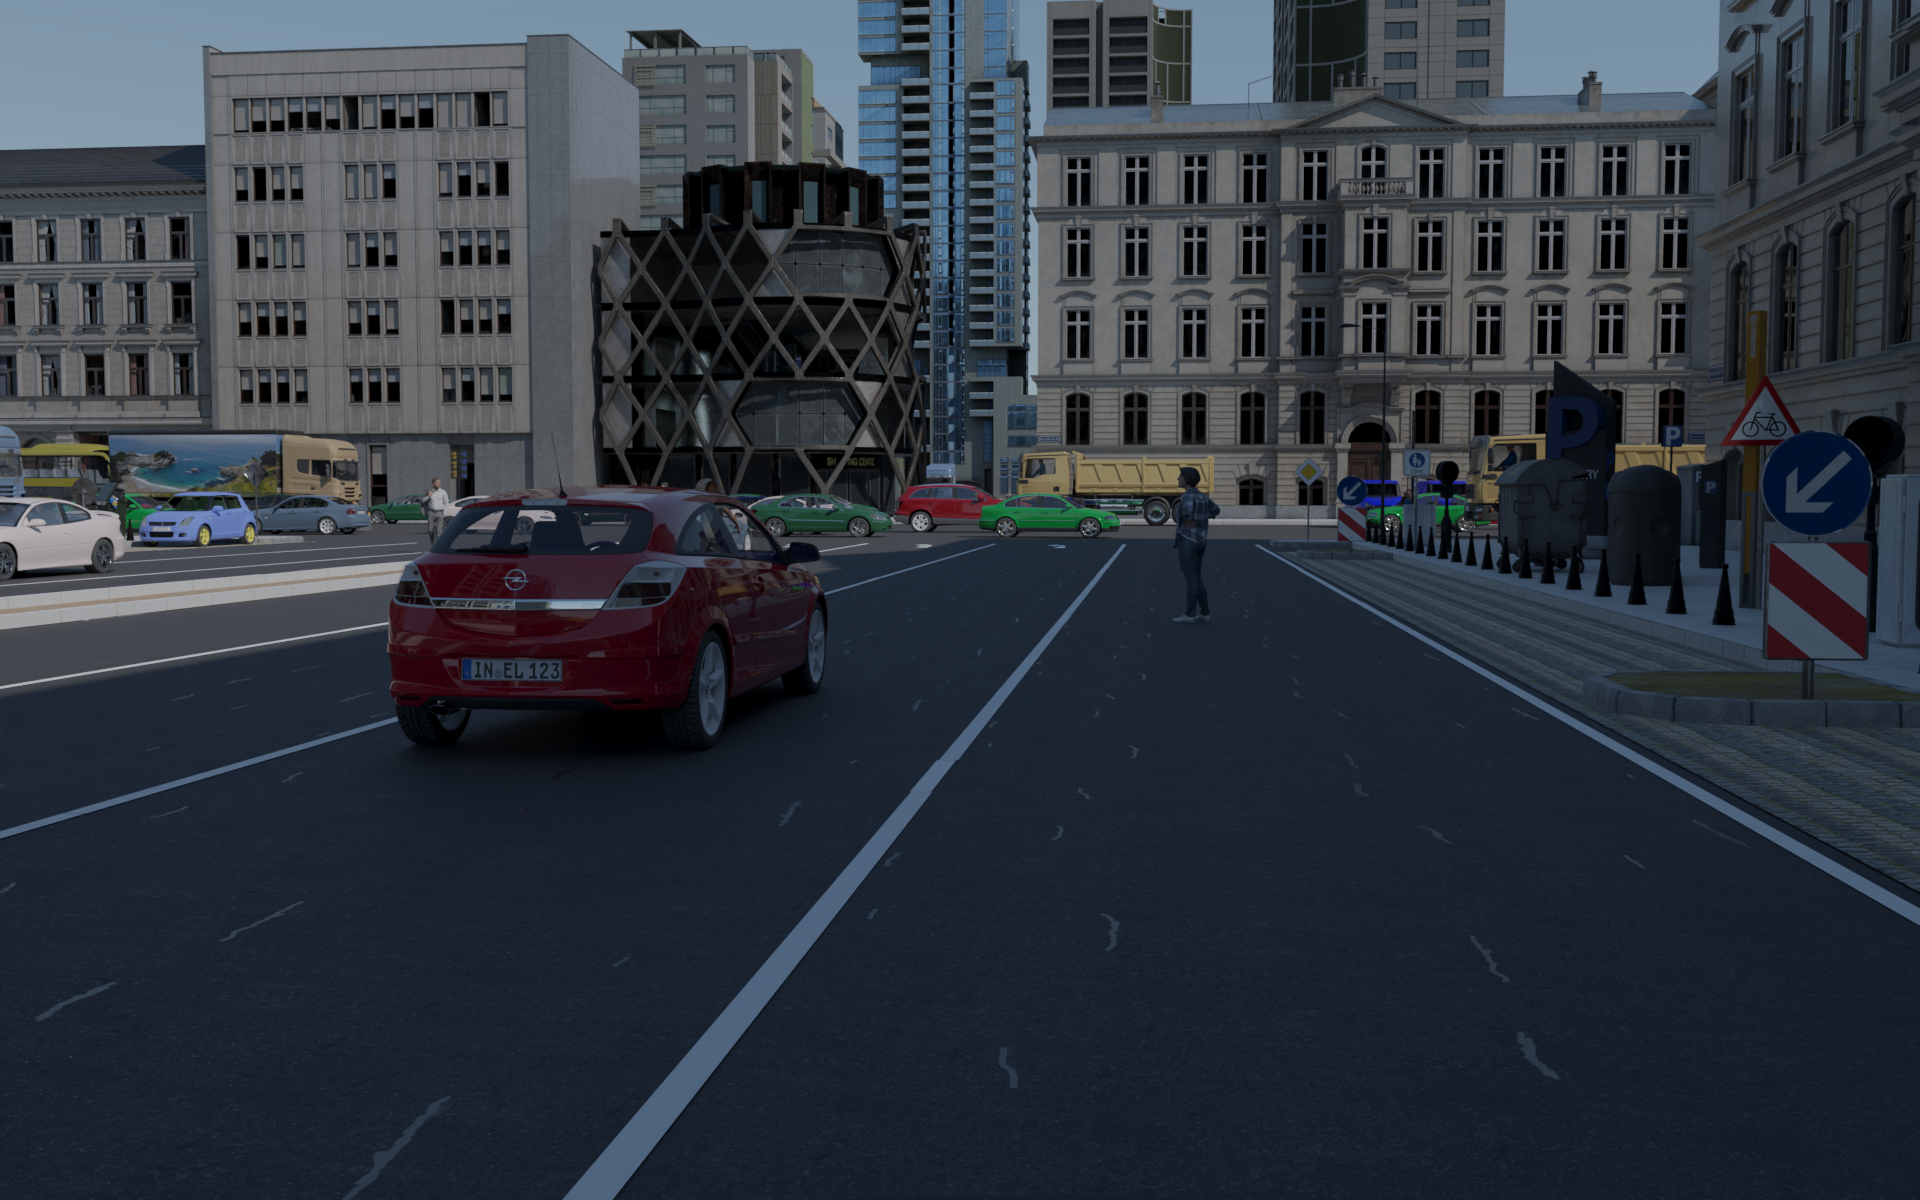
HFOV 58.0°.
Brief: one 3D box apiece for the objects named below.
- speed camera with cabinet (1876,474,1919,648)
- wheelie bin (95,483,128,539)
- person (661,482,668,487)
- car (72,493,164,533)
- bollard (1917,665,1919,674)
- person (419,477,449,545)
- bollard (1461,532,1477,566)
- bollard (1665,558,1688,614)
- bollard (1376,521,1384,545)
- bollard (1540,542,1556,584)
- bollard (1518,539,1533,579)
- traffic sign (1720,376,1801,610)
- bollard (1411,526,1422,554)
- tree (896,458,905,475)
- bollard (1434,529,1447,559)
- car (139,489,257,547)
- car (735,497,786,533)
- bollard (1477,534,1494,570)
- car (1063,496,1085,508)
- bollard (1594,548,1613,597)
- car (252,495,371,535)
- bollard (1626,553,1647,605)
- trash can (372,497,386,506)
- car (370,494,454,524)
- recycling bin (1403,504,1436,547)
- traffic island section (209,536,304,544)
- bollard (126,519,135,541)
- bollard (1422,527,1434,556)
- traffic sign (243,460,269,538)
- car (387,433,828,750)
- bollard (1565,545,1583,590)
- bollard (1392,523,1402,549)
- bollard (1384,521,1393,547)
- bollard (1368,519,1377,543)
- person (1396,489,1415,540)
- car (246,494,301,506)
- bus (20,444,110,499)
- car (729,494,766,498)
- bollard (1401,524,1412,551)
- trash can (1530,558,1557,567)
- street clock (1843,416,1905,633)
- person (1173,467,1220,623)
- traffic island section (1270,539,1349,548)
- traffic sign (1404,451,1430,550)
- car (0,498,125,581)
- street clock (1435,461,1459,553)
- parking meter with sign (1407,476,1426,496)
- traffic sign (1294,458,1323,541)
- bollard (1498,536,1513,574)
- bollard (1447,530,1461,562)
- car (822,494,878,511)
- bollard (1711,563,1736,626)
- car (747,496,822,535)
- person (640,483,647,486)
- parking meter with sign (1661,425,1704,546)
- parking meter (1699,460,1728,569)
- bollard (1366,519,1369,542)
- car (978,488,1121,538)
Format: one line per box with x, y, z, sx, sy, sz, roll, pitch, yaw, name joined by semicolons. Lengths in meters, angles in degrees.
8.848;-1.227;14.390;2.038;3.252;0.660;1;4;11;speed camera with cabinet
-23.937;-2.506;48.885;0.980;1.594;0.693;2;4;35;wheelie bin
-9.053;-2.735;53.486;0.850;1.792;0.678;-3;5;-42;person
-26.946;-2.895;56.133;4.718;1.807;1.959;0;4;6;car
6.942;0.228;12.312;0.229;0.601;0.229;0;3;0;bollard
-12.718;-2.036;41.893;0.679;1.850;0.850;-1;4;-11;person
9.166;-0.918;31.047;0.229;0.601;0.229;0;3;0;bollard
7.681;-0.154;18.557;0.229;0.601;0.229;0;3;0;bollard
10.654;-1.683;43.555;0.229;0.601;0.229;0;3;0;bollard
8.422;-0.536;24.799;0.229;0.601;0.229;0;3;0;bollard
8.609;-0.631;26.357;0.229;0.601;0.229;0;3;0;bollard
8.847;-1.169;19.111;0.884;2.594;0.081;1;4;14;traffic sign
9.910;-1.300;37.303;0.229;0.601;0.229;0;3;0;bollard
-7.351;-14.166;181.977;4.737;8.622;4.395;0;3;0;tree
9.536;-1.109;34.174;0.229;0.601;0.229;0;3;0;bollard
-20.982;-2.329;47.670;1.945;1.707;3.694;0;4;6;car
-8.096;-3.204;64.973;3.894;1.354;1.945;0;4;7;car
8.984;-0.822;29.487;0.229;0.601;0.229;0;3;0;bollard
3.382;-3.699;73.053;3.894;1.354;1.945;0;4;7;car
8.054;-0.344;21.674;0.229;0.601;0.229;0;3;0;bollard
-23.351;-3.038;61.676;4.499;1.417;2.014;0;4;7;car
7.869;-0.249;20.117;0.229;0.601;0.229;0;3;0;bollard
-29.639;-4.694;88.393;0.748;1.137;0.748;0;3;0;trash can
-26.279;-4.378;83.381;4.920;1.459;2.131;0;4;5;car
11.335;-1.845;42.723;0.722;1.027;0.722;1;4;22;recycling bin
-20.761;-1.763;51.110;2.009;0.180;2.903;0;4;7;traffic island section
-22.746;-1.922;47.461;0.229;0.601;0.229;0;3;0;bollard
9.725;-1.205;35.741;0.229;0.601;0.229;0;3;0;bollard
-20.736;-2.899;51.045;0.795;2.450;0.064;0;4;7;traffic sign
-2.068;-0.136;11.271;2.155;1.783;4.494;0;4;8;car
8.242;-0.440;23.239;0.229;0.601;0.229;0;3;0;bollard
10.281;-1.492;40.442;0.229;0.601;0.229;0;3;0;bollard
10.469;-1.588;41.998;0.229;0.601;0.229;0;3;0;bollard
10.839;-1.778;45.112;0.229;0.601;0.229;0;3;0;bollard
13.794;-2.639;53.522;0.662;1.594;0.647;-3;4;-38;person
-27.800;-3.690;70.122;4.222;1.686;2.009;0;4;5;car
-46.254;-5.747;85.517;12.252;3.916;2.896;0;4;7;bus
-10.158;-4.105;78.917;4.920;1.459;2.131;0;4;8;car
10.094;-1.396;38.860;0.229;0.601;0.229;0;3;0;bollard
10.443;-1.168;30.758;0.748;1.137;0.748;0;3;0;trash can
8.470;-0.705;16.104;0.358;2.002;0.471;-3;4;-39;street clock
2.606;-0.618;19.320;0.376;1.734;0.841;3;4;36;person
9.568;-1.543;47.517;2.009;0.180;2.903;0;4;7;traffic island section
10.516;-2.312;39.924;0.606;2.300;0.079;1;4;9;traffic sign
-16.517;-1.083;30.075;2.083;1.381;4.827;0;4;6;car
10.626;-2.033;37.812;0.471;2.002;0.358;-1;4;-22;street clock
22.214;-5.357;83.845;1.738;3.016;0.543;-3;4;-36;parking meter with sign
9.544;-2.679;47.442;0.795;2.450;0.064;0;4;7;traffic sign
8.792;-0.726;27.913;0.229;0.601;0.229;0;3;0;bollard
9.352;-1.013;32.603;0.229;0.601;0.229;0;3;0;bollard
-6.198;-4.266;81.540;4.920;1.459;2.131;0;4;5;car
7.496;-0.058;16.984;0.229;0.601;0.229;0;3;0;bollard
-6.573;-3.007;61.532;4.827;1.381;2.083;0;4;8;car
-10.387;-2.983;57.423;0.789;1.805;0.875;-2;4;-33;person
18.226;-2.871;43.203;0.543;3.016;1.738;-1;4;-12;parking meter with sign
12.981;-1.478;29.877;0.255;1.863;0.399;-3;5;-42;parking meter
11.020;-1.873;46.669;0.229;0.601;0.229;0;3;0;bollard
2.953;-2.960;57.189;4.718;1.807;1.959;0;4;8;car
